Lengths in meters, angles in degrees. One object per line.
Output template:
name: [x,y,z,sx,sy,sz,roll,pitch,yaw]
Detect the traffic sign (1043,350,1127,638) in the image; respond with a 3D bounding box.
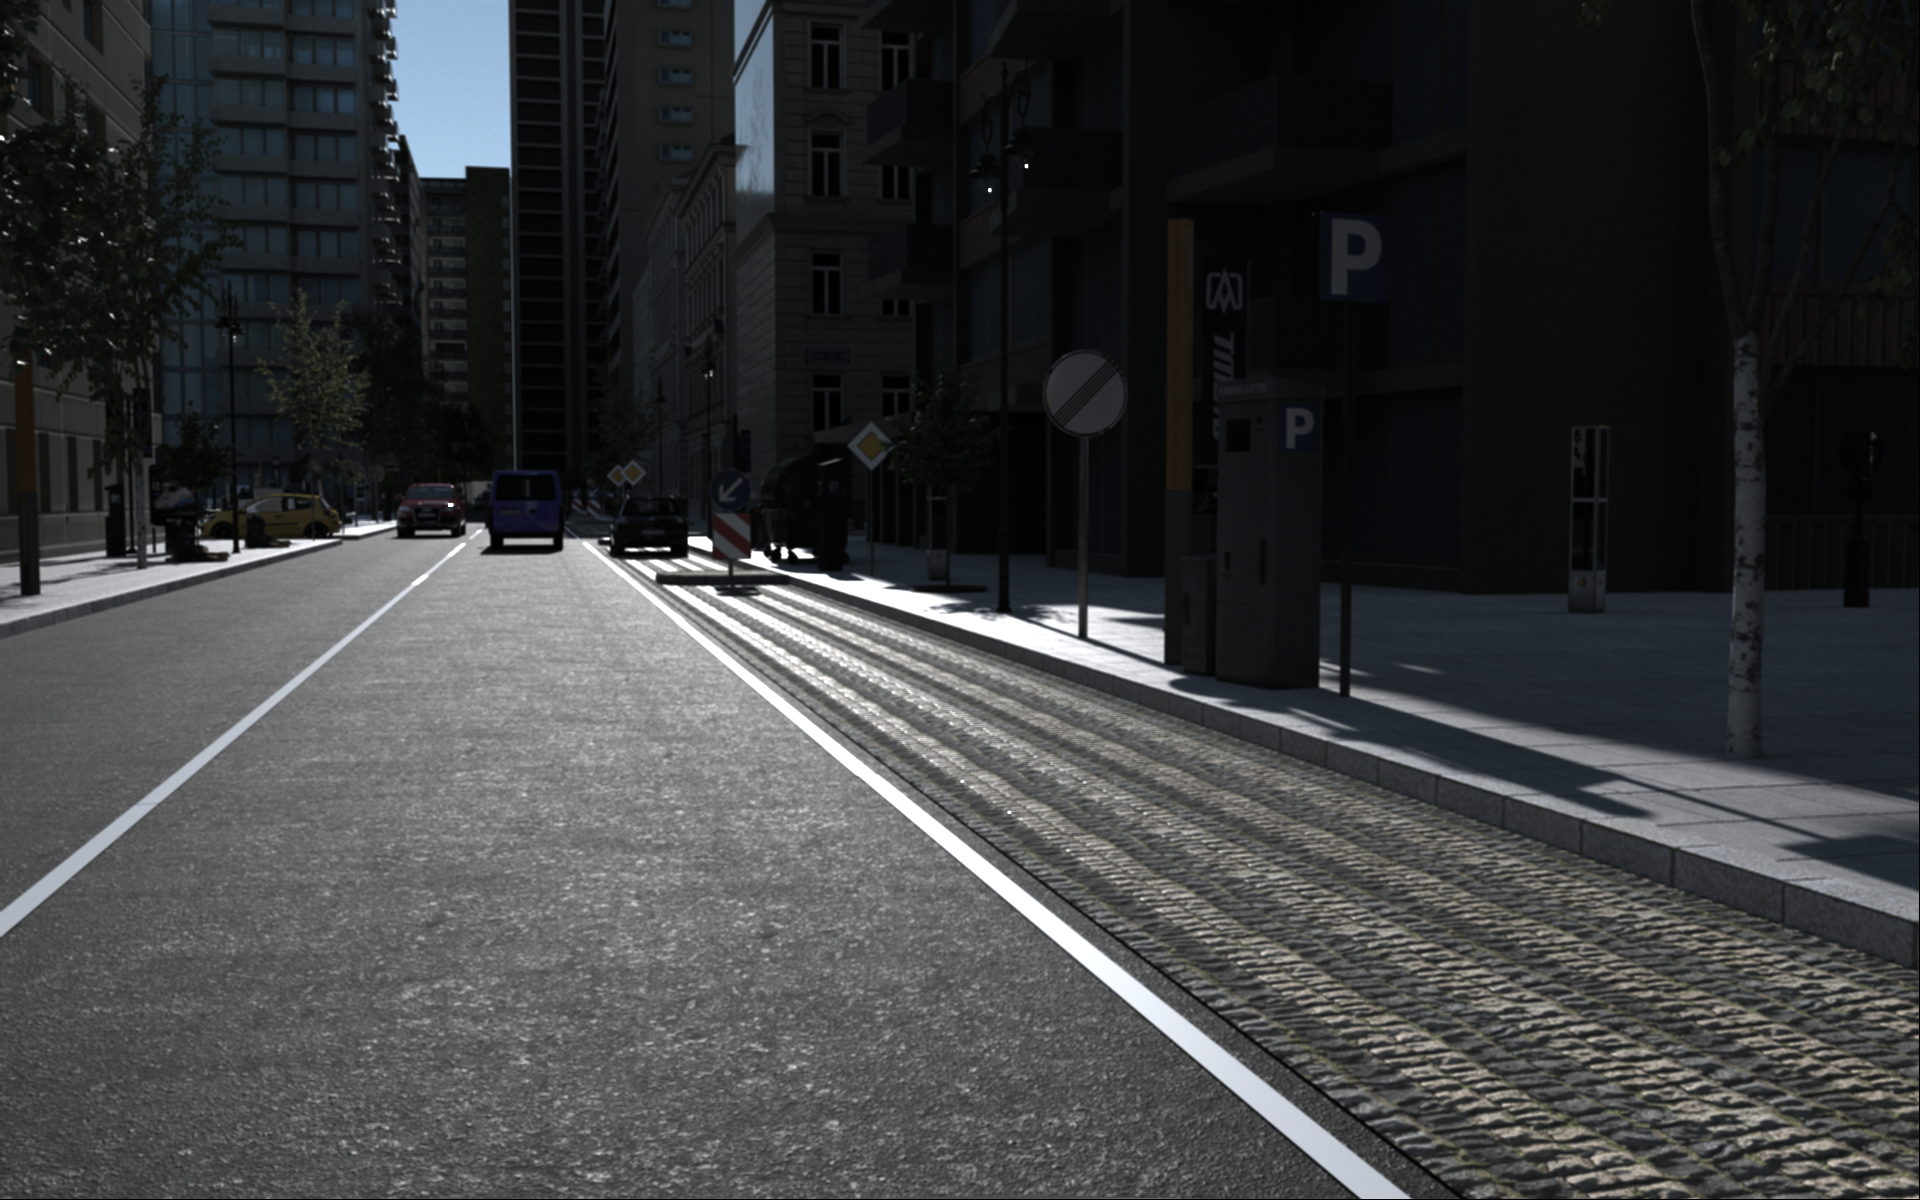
traffic sign: [1.100,-0.936,15.414,0.768,2.556,0.104,-1,4,-10]

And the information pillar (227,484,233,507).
information pillar: [-51.493,-7.198,122.173,0.304,2.012,0.304,2,4,35]

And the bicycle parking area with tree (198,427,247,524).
bicycle parking area with tree: [-34.184,-5.258,72.967,8.231,4.147,9.016,1,4,10]

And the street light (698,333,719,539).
street light: [-7.206,-4.705,49.714,0.468,5.910,1.993,-1,4,-14]

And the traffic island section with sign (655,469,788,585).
traffic island section with sign: [-3.899,-1.186,28.019,1.989,1.847,2.006,-1,4,-14]

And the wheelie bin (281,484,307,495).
wheelie bin: [-20.943,-2.846,54.438,0.693,1.594,0.980,1,4,20]

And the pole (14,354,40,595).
pole: [-11.818,-1.717,21.922,0.158,3.312,0.155,0,3,0]

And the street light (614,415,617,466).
street light: [-19.610,-7.701,98.694,0.468,5.910,1.993,-1,4,-14]

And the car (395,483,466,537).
car: [-18.040,-3.092,59.220,2.281,1.827,5.304,-1,4,-13]

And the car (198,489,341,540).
car: [-20.671,-2.550,51.922,3.980,1.641,2.015,-1,4,-13]

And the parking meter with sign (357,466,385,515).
parking meter with sign: [-36.721,-6.820,107.767,1.738,3.016,0.543,0,4,5]

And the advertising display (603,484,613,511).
advertising display: [-21.896,-6.325,108.624,0.974,1.923,0.123,1,4,13]

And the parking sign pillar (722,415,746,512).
parking sign pillar: [-7.777,-4.345,59.509,1.447,3.967,1.447,-2,4,-25]

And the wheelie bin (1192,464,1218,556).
wheelie bin: [2.648,-0.640,18.365,0.693,1.594,0.980,3,5,43]

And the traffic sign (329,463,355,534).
traffic sign: [-19.692,-3.156,55.249,0.795,2.450,0.064,-1,4,-14]

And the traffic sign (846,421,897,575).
traffic sign: [-1.397,-1.600,27.340,0.795,2.450,0.064,-1,4,-9]

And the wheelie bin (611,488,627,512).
wheelie bin: [-18.094,-5.154,92.170,0.980,1.594,0.693,2,4,24]

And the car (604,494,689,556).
car: [-7.484,-1.938,41.481,2.009,1.686,4.222,-1,4,-13]

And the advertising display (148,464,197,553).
advertising display: [-17.235,-2.002,37.953,0.974,1.923,0.123,-3,5,-45]

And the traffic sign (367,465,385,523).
traffic sign: [-25.438,-4.612,75.516,0.768,2.556,0.104,0,4,-4]

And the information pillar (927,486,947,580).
information pillar: [-0.330,-1.304,25.811,0.304,2.012,0.304,-1,4,-9]

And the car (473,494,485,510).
car: [-42.559,-8.781,155.359,2.131,1.459,4.920,-1,4,-15]

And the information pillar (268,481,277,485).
information pillar: [-37.614,-5.524,94.807,0.304,2.012,0.304,1,4,19]

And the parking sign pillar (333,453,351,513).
parking sign pillar: [-41.365,-7.772,115.549,1.447,3.967,1.447,-3,4,-38]

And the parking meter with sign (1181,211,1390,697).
parking meter with sign: [2.090,-0.941,11.638,0.543,3.016,1.738,-2,4,-25]

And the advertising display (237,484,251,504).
advertising display: [-48.134,-6.794,116.296,0.974,1.923,0.123,-3,5,-39]

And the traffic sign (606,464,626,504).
traffic sign: [-11.303,-3.284,57.330,0.795,2.450,0.064,-1,4,-14]

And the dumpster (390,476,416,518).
dumpster: [-29.615,-5.510,92.574,1.502,2.255,1.985,-1,4,-14]

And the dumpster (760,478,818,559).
dumpster: [-3.217,-1.747,34.323,1.264,1.857,1.865,-1,4,-14]

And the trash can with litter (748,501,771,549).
trash can with litter: [-4.883,-1.774,40.400,1.055,1.170,0.624,1,4,15]

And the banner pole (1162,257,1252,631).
banner pole: [2.315,-1.600,16.177,0.863,3.779,0.401,-1,4,-14]

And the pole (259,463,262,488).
pole: [-45.144,-7.217,111.841,0.158,3.312,0.155,0,3,0]

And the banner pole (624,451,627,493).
banner pole: [-19.485,-6.785,100.944,0.401,3.779,0.863,-2,4,-25]

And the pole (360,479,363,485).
pole: [-39.927,-7.441,115.501,0.158,3.312,0.155,0,3,0]

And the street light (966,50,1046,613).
street light: [0.477,-2.804,18.627,0.468,5.910,1.993,-1,4,-14]

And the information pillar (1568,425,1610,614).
information pillar: [6.782,-0.868,18.689,0.304,2.012,0.304,3,5,41]

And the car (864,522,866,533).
car: [-0.713,-2.690,56.338,4.827,1.381,2.083,-1,4,-14]

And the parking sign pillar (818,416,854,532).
parking sign pillar: [-4.374,-4.348,59.562,1.447,3.967,1.447,0,4,0]

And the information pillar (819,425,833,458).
information pillar: [-4.488,-4.100,58.391,0.504,3.616,0.183,-1,4,-22]

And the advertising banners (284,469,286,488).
advertising banners: [-47.511,-7.711,122.268,0.090,3.025,2.074,-2,4,-30]

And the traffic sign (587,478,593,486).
traffic sign: [-27.012,-7.774,127.204,0.768,2.556,0.104,0,4,-6]

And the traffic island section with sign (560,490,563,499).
traffic island section with sign: [-24.171,-6.118,108.652,1.989,1.847,2.006,-1,4,-14]

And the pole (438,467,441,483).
pole: [-38.560,-8.230,128.404,0.158,3.312,0.155,0,3,0]

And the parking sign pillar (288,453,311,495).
parking sign pillar: [-42.800,-7.567,112.199,1.447,3.967,1.447,-3,4,-38]

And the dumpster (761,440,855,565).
dumpster: [-2.822,-1.813,32.138,1.502,2.255,1.985,-1,4,-14]

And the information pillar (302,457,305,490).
information pillar: [-41.010,-7.150,108.260,0.183,3.616,0.504,-2,4,-27]

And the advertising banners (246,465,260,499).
advertising banners: [-41.600,-6.471,101.989,0.090,3.025,2.074,0,4,-1]

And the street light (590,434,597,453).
street light: [-27.461,-9.602,129.776,0.468,5.910,1.993,-1,4,-14]

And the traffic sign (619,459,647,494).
traffic sign: [-9.355,-2.810,49.585,0.795,2.450,0.064,-1,4,-14]

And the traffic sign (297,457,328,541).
traffic sign: [-17.744,-2.683,47.504,0.795,2.450,0.064,-1,4,-14]

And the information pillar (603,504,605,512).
information pillar: [-25.898,-7.472,126.660,0.304,2.012,0.304,-3,4,-37]

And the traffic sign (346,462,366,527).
traffic sign: [-23.703,-4.149,67.939,0.768,2.556,0.104,-1,4,-14]

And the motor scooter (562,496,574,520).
motor scooter: [-21.560,-5.021,94.878,0.815,1.314,1.986,-1,4,-13]

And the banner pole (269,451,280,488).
banner pole: [-40.272,-6.831,101.701,0.401,3.779,0.863,3,4,37]

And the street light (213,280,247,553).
street light: [-15.750,-3.959,37.515,0.468,5.910,1.993,-1,4,-14]

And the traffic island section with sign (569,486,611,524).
traffic island section with sign: [-17.590,-4.519,82.509,1.989,1.847,2.006,-1,4,-14]

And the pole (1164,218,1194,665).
pole: [1.643,-1.170,12.971,0.158,3.312,0.155,0,3,0]

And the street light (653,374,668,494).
street light: [-11.555,-5.753,66.846,0.468,5.910,1.993,-1,4,-14]
